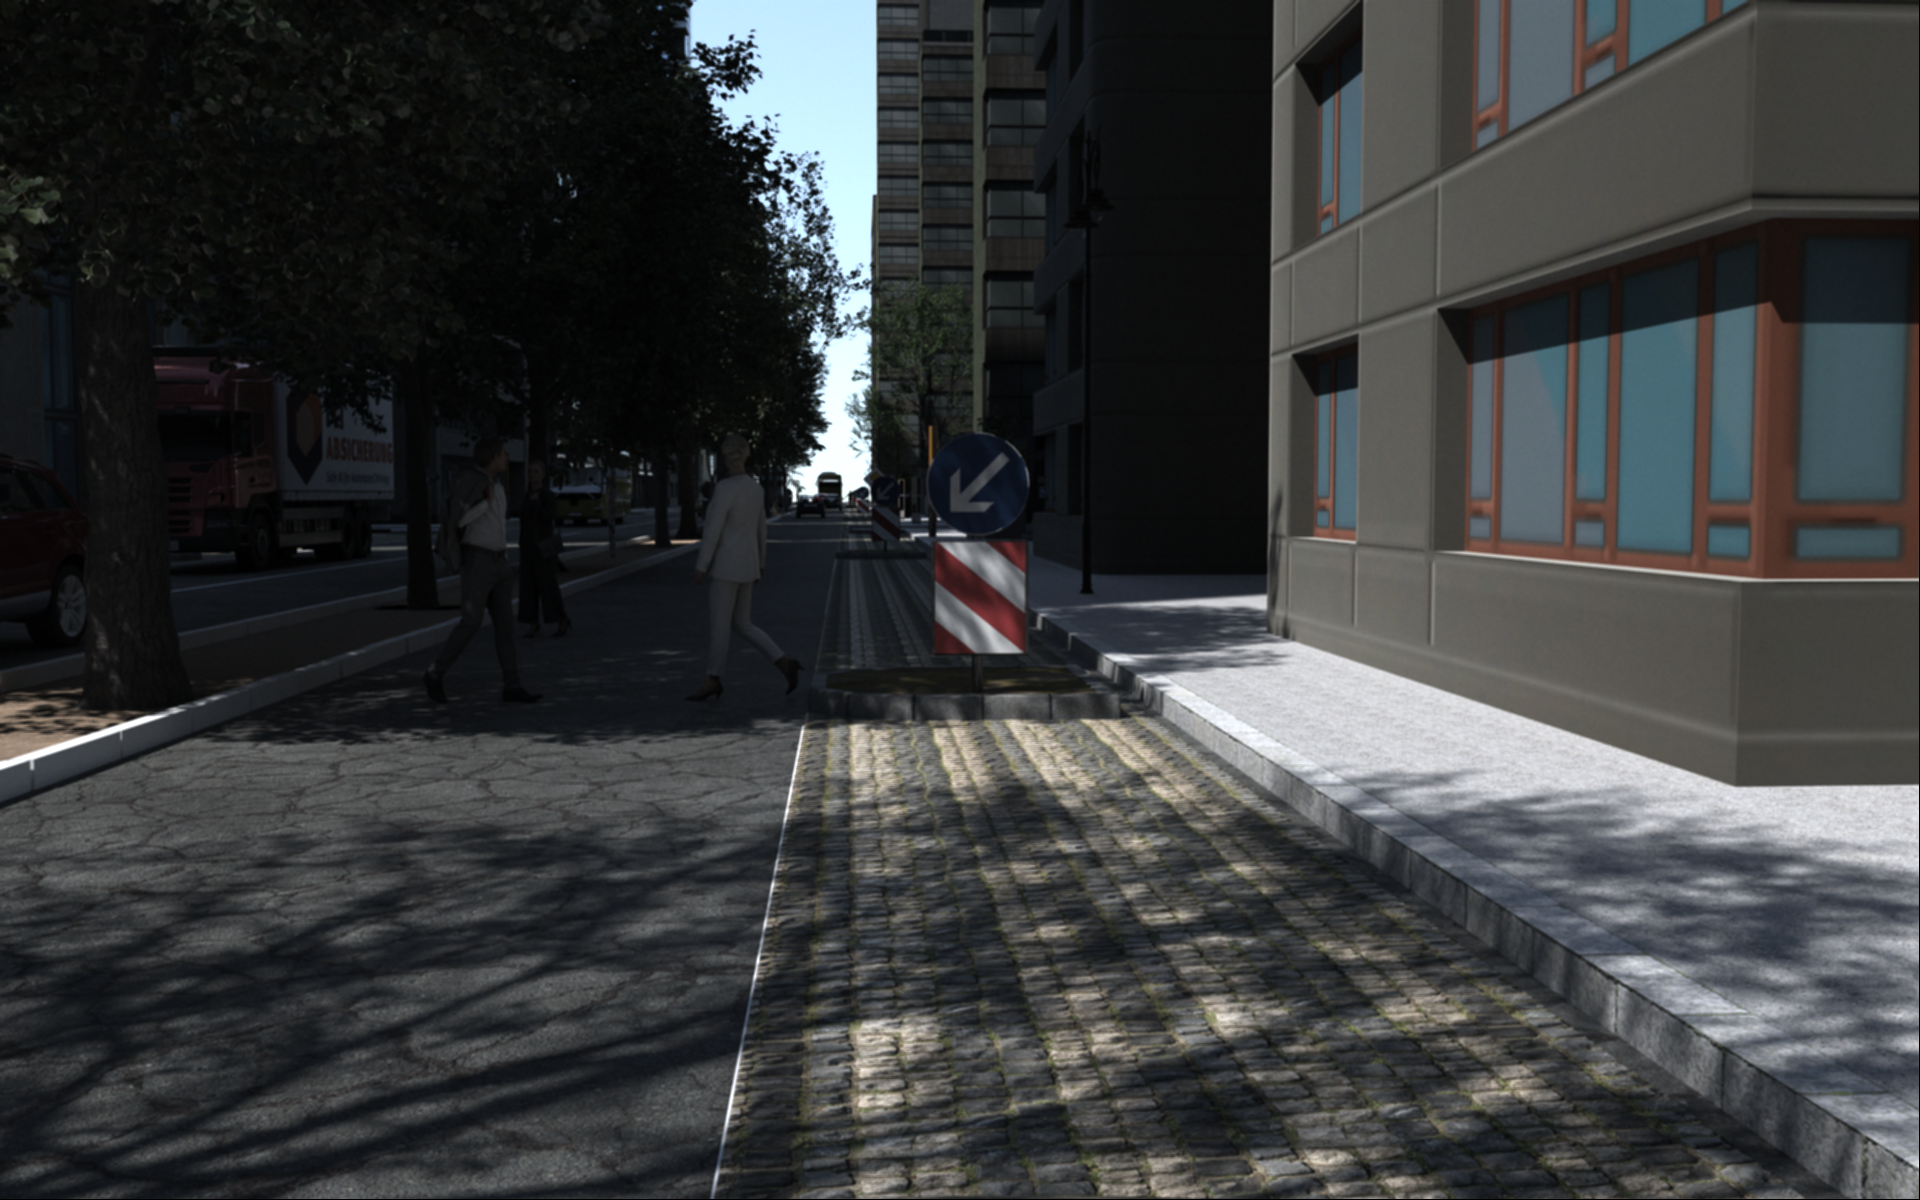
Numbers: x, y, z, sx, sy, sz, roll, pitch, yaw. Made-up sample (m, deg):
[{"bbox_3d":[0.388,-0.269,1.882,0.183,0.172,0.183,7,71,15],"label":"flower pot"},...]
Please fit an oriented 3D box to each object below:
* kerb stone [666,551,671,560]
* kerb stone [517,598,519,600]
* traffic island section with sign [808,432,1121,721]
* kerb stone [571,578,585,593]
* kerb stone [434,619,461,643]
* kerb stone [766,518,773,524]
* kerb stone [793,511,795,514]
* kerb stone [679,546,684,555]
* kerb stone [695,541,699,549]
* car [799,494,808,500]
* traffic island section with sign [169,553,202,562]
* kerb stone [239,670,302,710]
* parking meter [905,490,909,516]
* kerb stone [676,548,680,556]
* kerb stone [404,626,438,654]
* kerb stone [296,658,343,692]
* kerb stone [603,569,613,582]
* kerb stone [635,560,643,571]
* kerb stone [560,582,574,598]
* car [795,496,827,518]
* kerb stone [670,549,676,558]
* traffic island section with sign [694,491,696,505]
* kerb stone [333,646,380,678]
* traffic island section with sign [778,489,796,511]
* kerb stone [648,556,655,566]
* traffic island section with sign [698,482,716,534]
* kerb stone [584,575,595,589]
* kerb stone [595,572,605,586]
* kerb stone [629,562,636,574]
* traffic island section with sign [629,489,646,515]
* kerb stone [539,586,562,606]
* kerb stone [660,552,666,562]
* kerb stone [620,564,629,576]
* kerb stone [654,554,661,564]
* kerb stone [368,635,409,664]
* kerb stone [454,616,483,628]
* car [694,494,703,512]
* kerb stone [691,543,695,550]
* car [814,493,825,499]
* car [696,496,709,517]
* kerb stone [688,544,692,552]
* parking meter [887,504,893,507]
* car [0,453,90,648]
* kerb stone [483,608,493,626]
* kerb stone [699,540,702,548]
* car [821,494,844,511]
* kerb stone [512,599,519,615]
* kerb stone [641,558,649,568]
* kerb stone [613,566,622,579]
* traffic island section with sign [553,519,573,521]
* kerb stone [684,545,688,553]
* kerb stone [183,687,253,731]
[{"bbox_3d":[-6.429,-0.932,37.502,0.120,0.150,1.000,0,4,-4],"label":"kerb stone"},{"bbox_3d":[-5.369,0.066,21.118,0.120,0.150,1.000,0,4,-4],"label":"kerb stone"},{"bbox_3d":[-0.037,-0.196,11.837,1.989,1.847,2.006,0,4,-4],"label":"traffic island section with sign"},{"bbox_3d":[-5.636,-0.185,25.218,0.120,0.150,1.000,0,4,-4],"label":"kerb stone"},{"bbox_3d":[-5.099,0.321,17.036,0.120,0.150,1.000,0,4,-4],"label":"kerb stone"},{"bbox_3d":[-9.709,-4.024,88.162,0.120,0.150,1.000,0,4,-4],"label":"kerb stone"},{"bbox_3d":[-11.896,-6.097,121.920,0.120,0.150,1.000,0,4,-4],"label":"kerb stone"},{"bbox_3d":[-6.623,-1.118,40.566,0.120,0.150,1.000,0,4,-4],"label":"kerb stone"},{"bbox_3d":[-6.892,-1.374,44.652,0.120,0.150,1.000,0,4,-4],"label":"kerb stone"},{"bbox_3d":[-26.139,-16.998,289.912,2.014,1.417,4.499,0,4,-5],"label":"car"},{"bbox_3d":[-17.486,-1.747,37.192,1.989,1.847,2.006,0,4,-4],"label":"traffic island section with sign"},{"bbox_3d":[-4.773,0.628,11.935,0.120,0.150,1.000,0,4,-4],"label":"kerb stone"},{"bbox_3d":[-3.132,-5.646,100.726,0.372,1.533,0.369,0,3,0],"label":"parking meter"},{"bbox_3d":[-6.556,-1.058,39.545,0.120,0.150,1.000,0,4,-4],"label":"kerb stone"},{"bbox_3d":[-5.034,0.378,16.016,0.120,0.150,1.000,0,4,-4],"label":"kerb stone"},{"bbox_3d":[-4.842,0.575,12.956,0.120,0.150,1.000,0,4,-4],"label":"kerb stone"},{"bbox_3d":[-5.832,-0.373,28.288,0.120,0.150,1.000,0,4,-4],"label":"kerb stone"},{"bbox_3d":[-6.098,-0.620,32.391,0.120,0.150,1.000,0,4,-4],"label":"kerb stone"},{"bbox_3d":[-5.562,-0.116,24.191,0.120,0.150,1.000,0,4,-4],"label":"kerb stone"},{"bbox_3d":[-8.936,-5.573,103.703,1.945,1.354,3.894,0,4,-5],"label":"car"},{"bbox_3d":[-6.493,-0.999,38.523,0.120,0.150,1.000,0,4,-4],"label":"kerb stone"},{"bbox_3d":[-26.016,-9.799,168.848,1.989,1.847,2.006,0,4,-4],"label":"traffic island section with sign"},{"bbox_3d":[-4.900,0.507,13.976,0.120,0.150,1.000,0,4,-4],"label":"kerb stone"},{"bbox_3d":[-14.499,-8.409,145.630,2.006,1.907,1.989,0,4,-4],"label":"traffic island section with sign"},{"bbox_3d":[-6.231,-0.744,34.431,0.120,0.150,1.000,0,4,-4],"label":"kerb stone"},{"bbox_3d":[-9.166,-3.371,63.256,2.006,1.907,1.989,0,4,-4],"label":"traffic island section with sign"},{"bbox_3d":[-5.699,-0.247,26.240,0.120,0.150,1.000,0,4,-4],"label":"kerb stone"},{"bbox_3d":[-5.760,-0.305,27.268,0.120,0.150,1.000,0,4,-4],"label":"kerb stone"},{"bbox_3d":[-6.028,-0.561,31.365,0.120,0.150,1.000,0,4,-4],"label":"kerb stone"},{"bbox_3d":[-22.861,-6.818,120.104,1.989,1.847,2.006,0,4,-4],"label":"traffic island section with sign"},{"bbox_3d":[-5.507,-0.059,23.166,0.120,0.150,1.000,0,4,-4],"label":"kerb stone"},{"bbox_3d":[-6.354,-0.873,36.476,0.120,0.150,1.000,0,4,-4],"label":"kerb stone"},{"bbox_3d":[-5.961,-0.497,30.338,0.120,0.150,1.000,0,4,-4],"label":"kerb stone"},{"bbox_3d":[-6.296,-0.805,35.455,0.120,0.150,1.000,0,4,-4],"label":"kerb stone"},{"bbox_3d":[-4.981,0.442,14.995,0.120,0.150,1.000,0,4,-4],"label":"kerb stone"},{"bbox_3d":[-5.167,0.253,18.056,0.120,0.150,1.000,0,4,-4],"label":"kerb stone"},{"bbox_3d":[-20.567,-7.994,140.931,2.015,1.641,3.980,0,4,-2],"label":"car"},{"bbox_3d":[-6.834,-1.311,43.632,0.120,0.150,1.000,0,4,-4],"label":"kerb stone"},{"bbox_3d":[-13.180,-9.507,164.486,2.155,1.783,4.494,0,4,-5],"label":"car"},{"bbox_3d":[-15.936,-6.199,111.584,2.015,1.641,3.980,0,4,-3],"label":"car"},{"bbox_3d":[-6.755,-1.249,42.612,0.120,0.150,1.000,0,4,-4],"label":"kerb stone"},{"bbox_3d":[-4.311,-5.974,106.081,0.372,1.533,0.369,0,3,0],"label":"parking meter"},{"bbox_3d":[-9.237,-0.366,14.665,2.281,1.827,5.304,0,4,-3],"label":"car"},{"bbox_3d":[-5.238,0.192,19.076,0.120,0.150,1.000,0,4,-4],"label":"kerb stone"},{"bbox_3d":[-6.956,-1.430,45.678,0.120,0.150,1.000,0,4,-4],"label":"kerb stone"},{"bbox_3d":[-11.130,-8.460,150.126,2.131,1.459,4.920,0,4,-4],"label":"car"},{"bbox_3d":[-5.299,0.128,20.098,0.120,0.150,1.000,0,4,-4],"label":"kerb stone"},{"bbox_3d":[-6.165,-0.681,33.411,0.120,0.150,1.000,0,4,-4],"label":"kerb stone"},{"bbox_3d":[-5.898,-0.436,29.318,0.120,0.150,1.000,0,4,-4],"label":"kerb stone"},{"bbox_3d":[-21.118,-5.173,93.205,1.989,1.847,2.006,0,4,-4],"label":"traffic island section with sign"},{"bbox_3d":[-6.696,-1.180,41.590,0.120,0.150,1.000,0,4,-4],"label":"kerb stone"},{"bbox_3d":[-4.705,0.693,10.914,0.120,0.150,1.000,0,4,-4],"label":"kerb stone"}]
